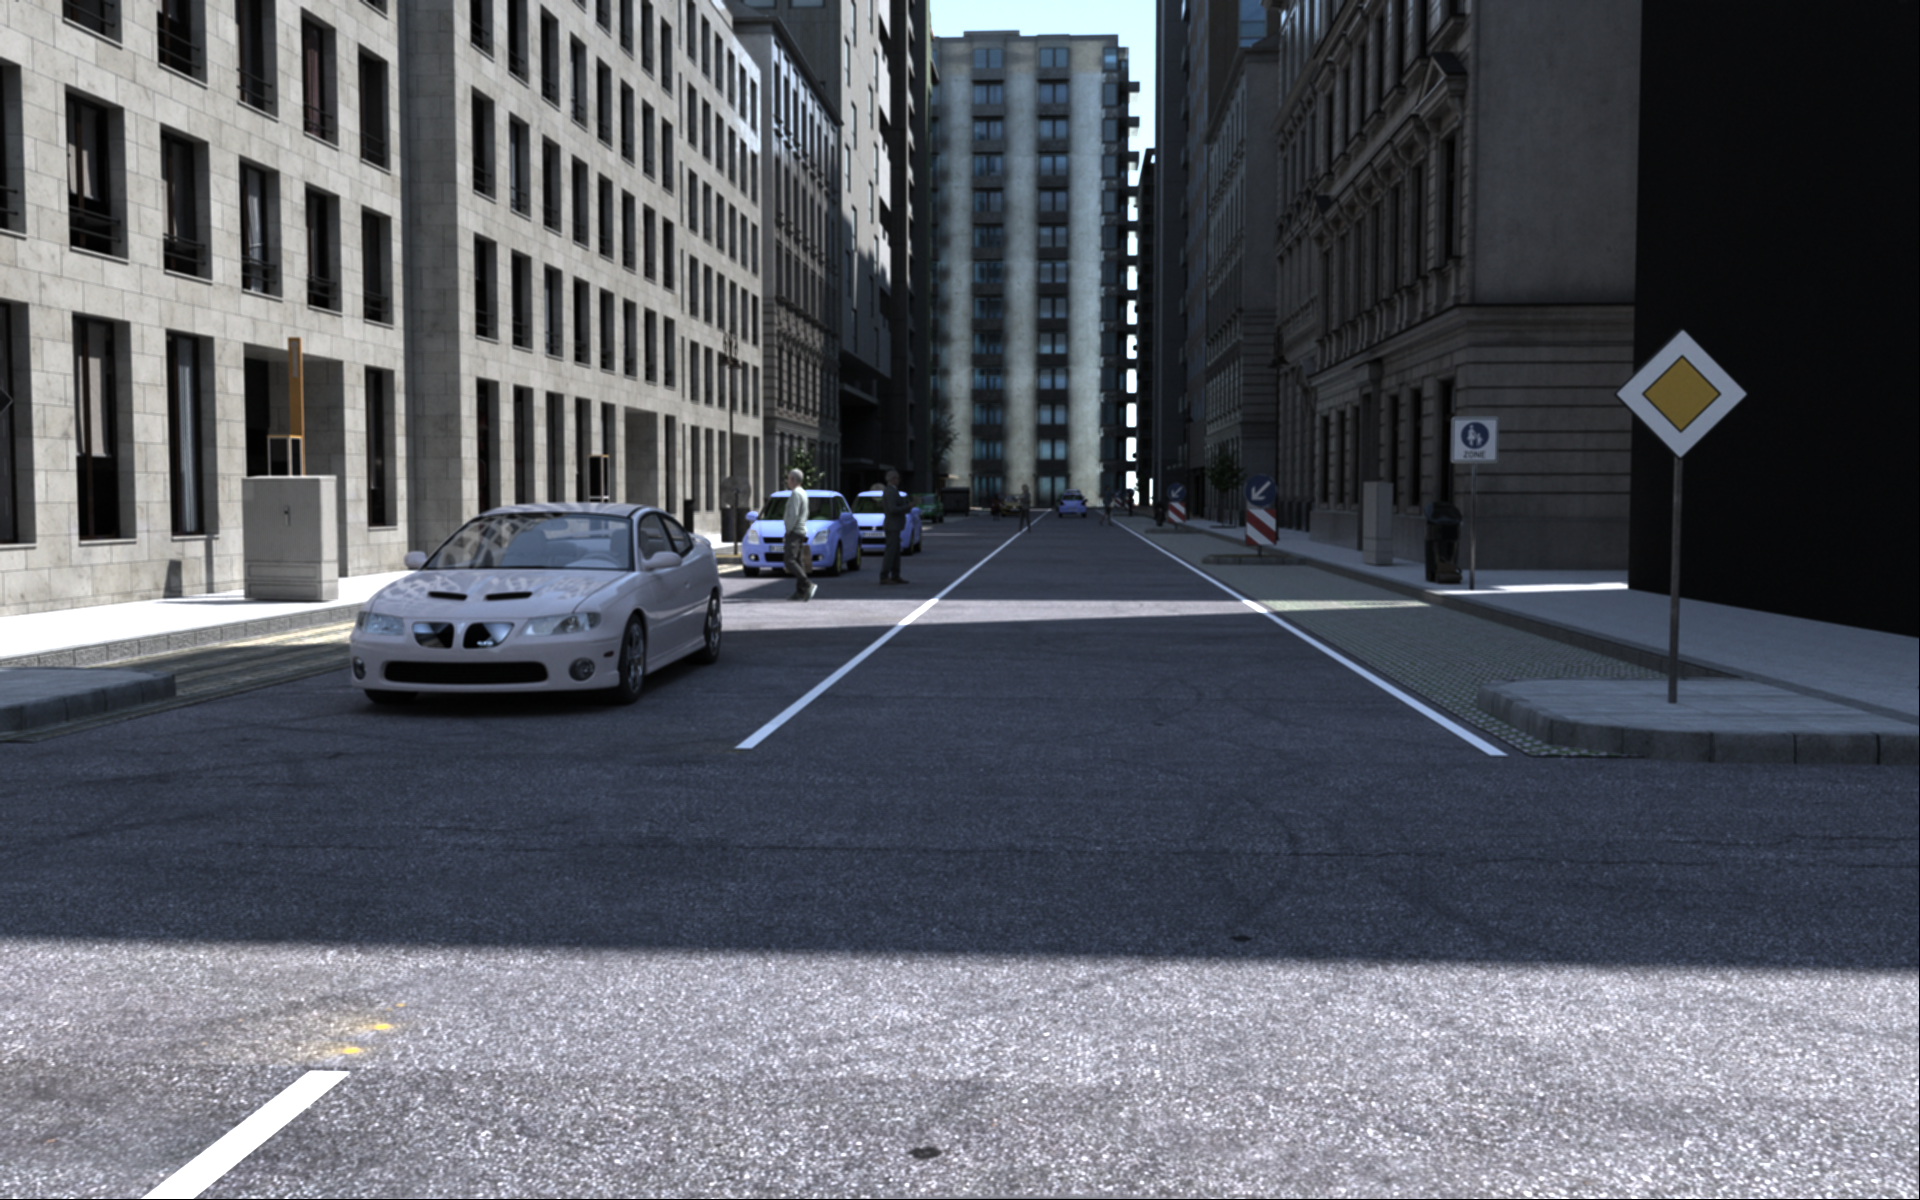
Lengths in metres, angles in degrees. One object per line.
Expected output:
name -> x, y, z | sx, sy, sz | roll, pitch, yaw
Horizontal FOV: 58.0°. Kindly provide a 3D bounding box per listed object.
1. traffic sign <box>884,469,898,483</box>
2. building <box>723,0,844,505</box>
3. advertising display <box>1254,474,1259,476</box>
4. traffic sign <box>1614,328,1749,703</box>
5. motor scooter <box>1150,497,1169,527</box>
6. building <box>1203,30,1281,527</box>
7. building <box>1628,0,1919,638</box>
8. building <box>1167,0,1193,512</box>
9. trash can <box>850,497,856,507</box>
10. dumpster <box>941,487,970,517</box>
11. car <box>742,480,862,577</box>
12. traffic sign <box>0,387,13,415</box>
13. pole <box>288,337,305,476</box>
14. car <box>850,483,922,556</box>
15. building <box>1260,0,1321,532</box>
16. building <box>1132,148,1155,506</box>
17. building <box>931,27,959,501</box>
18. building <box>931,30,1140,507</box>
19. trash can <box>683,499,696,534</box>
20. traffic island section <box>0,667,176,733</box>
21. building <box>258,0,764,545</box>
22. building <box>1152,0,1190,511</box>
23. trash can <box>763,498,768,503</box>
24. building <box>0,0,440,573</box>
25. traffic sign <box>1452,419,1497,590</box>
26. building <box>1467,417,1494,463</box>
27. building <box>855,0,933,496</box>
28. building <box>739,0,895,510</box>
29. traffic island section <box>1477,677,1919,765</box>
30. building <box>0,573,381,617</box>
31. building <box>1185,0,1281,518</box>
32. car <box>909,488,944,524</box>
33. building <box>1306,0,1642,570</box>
traffic sign -> -3.453, -5.294, 86.663 | 0.768, 2.556, 0.104 | 1, 4, 12
building -> -10.855, -13.658, 72.452 | 9.793, 20.994, 18.267 | 0, 4, 4
advertising display -> 9.716, -3.143, 56.605 | 0.123, 1.923, 0.974 | 0, 4, 3
traffic sign -> 4.373, -0.424, 10.573 | 0.795, 2.450, 0.064 | 0, 4, 4
motor scooter -> 8.831, -3.904, 76.608 | 0.815, 1.314, 1.986 | 0, 4, 4
building -> 16.226, -13.883, 76.133 | 9.793, 20.994, 18.267 | 0, 4, 4
building -> 16.557, -11.405, 16.142 | 15.834, 23.373, 12.332 | 0, 4, 4
building -> 26.391, -30.324, 115.408 | 23.786, 49.044, 30.456 | 0, 4, 4
trash can -> -5.048, -4.507, 85.339 | 0.748, 1.137, 0.748 | 0, 3, 0
dumpster -> -0.290, -6.131, 108.453 | 1.865, 1.857, 1.264 | 0, 4, 4
car -> -2.824, -1.325, 31.253 | 1.945, 1.707, 3.694 | 0, 4, 5
traffic sign -> -6.548, -0.467, 11.286 | 0.795, 2.450, 0.064 | 0, 4, 4
pole -> -8.672, -1.764, 22.681 | 0.158, 3.312, 0.155 | 0, 3, 0
car -> -1.866, -1.951, 41.489 | 1.945, 1.707, 3.694 | 0, 4, 3
building -> 16.399, -13.938, 56.766 | 11.050, 23.489, 19.941 | 0, 4, 4
building -> 30.757, -30.134, 184.565 | 23.993, 40.220, 32.217 | 0, 4, 4
building -> -15.215, -30.394, 151.568 | 28.867, 44.769, 22.147 | 0, 4, 4
building -> 3.321, -34.386, 181.817 | 30.456, 49.044, 23.786 | 0, 4, 4
trash can -> -7.517, -2.156, 46.910 | 0.748, 1.137, 0.748 | 0, 3, 0
traffic island section -> -6.572, 0.669, 11.349 | 2.009, 0.180, 2.903 | 0, 4, 4
building -> -12.845, -12.206, 54.312 | 10.420, 20.320, 16.860 | 0, 4, 4
building -> 26.789, -36.860, 144.656 | 21.231, 58.520, 28.212 | 0, 4, 4
trash can -> -6.303, -2.872, 58.611 | 0.748, 1.137, 0.748 | 0, 3, 0
building -> -13.069, -11.175, 37.464 | 10.420, 20.320, 16.860 | 0, 4, 4
traffic sign -> 6.835, -1.281, 23.068 | 0.606, 2.300, 0.079 | 0, 4, 6
building -> 52.925, -23.189, 150.845 | 14.107, 30.474, 14.160 | 0, 4, 4
building -> -9.490, -26.742, 120.823 | 14.154, 41.232, 14.086 | 0, 4, 4
building -> -18.494, -31.254, 100.248 | 28.713, 52.752, 27.495 | 0, 4, 4
traffic island section -> 4.397, 0.711, 10.649 | 2.009, 0.180, 2.903 | 0, 4, 4
building -> -14.927, -10.151, 20.720 | 10.420, 20.320, 16.860 | 0, 4, 4
building -> 19.734, -27.091, 93.047 | 14.600, 45.320, 14.200 | 0, 4, 4
car -> -1.821, -4.627, 84.447 | 1.959, 1.807, 4.718 | 0, 4, 5
building -> 13.680, -10.571, 37.456 | 10.561, 19.102, 19.286 | 0, 4, 4
